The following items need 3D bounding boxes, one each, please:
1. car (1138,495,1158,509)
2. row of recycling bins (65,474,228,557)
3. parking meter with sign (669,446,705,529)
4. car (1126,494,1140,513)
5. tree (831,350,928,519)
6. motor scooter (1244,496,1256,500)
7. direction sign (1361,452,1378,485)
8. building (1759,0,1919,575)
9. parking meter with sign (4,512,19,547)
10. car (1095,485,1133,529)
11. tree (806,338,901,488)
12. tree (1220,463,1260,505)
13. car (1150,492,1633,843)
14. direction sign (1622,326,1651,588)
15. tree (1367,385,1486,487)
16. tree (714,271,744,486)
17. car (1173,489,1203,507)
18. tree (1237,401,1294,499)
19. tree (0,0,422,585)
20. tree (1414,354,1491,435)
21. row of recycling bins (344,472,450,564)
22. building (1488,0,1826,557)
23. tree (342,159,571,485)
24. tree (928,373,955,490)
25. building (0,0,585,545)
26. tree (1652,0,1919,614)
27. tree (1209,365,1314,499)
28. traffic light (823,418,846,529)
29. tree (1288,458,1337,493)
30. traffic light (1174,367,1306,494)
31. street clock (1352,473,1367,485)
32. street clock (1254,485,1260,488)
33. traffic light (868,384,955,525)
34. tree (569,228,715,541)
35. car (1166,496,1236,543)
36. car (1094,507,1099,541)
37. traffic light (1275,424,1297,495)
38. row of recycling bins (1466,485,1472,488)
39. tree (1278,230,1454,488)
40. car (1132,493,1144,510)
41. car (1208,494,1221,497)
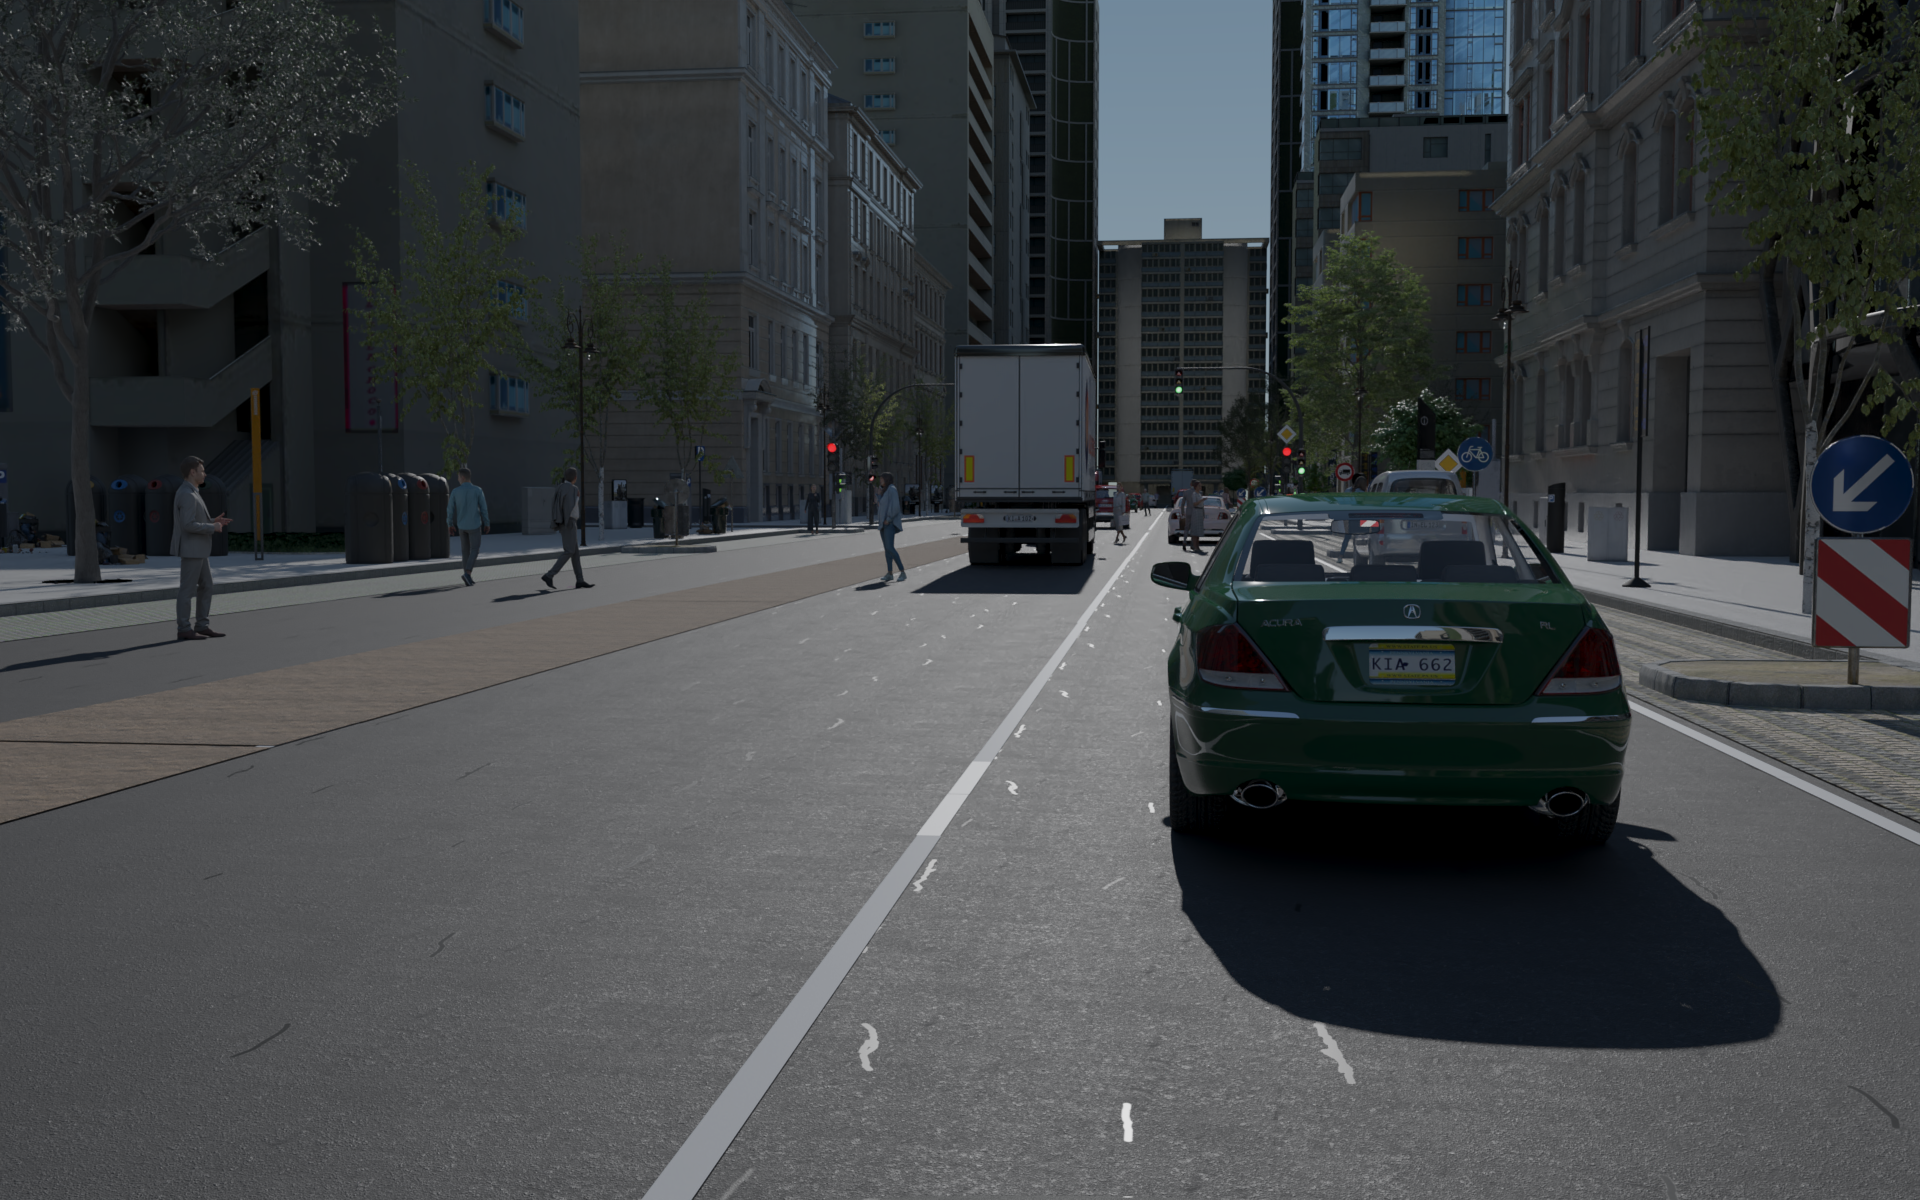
[{"bbox_3d":[18.722,-9.819,172.901,2.083,1.381,4.827,0,4,8],"label":"car"},{"bbox_3d":[-16.936,-1.772,36.085,3.534,1.692,1.069,1,4,8],"label":"row of recycling bins"},{"bbox_3d":[-10.172,-4.087,63.086,1.738,3.016,0.543,2,4,24],"label":"parking meter with sign"},{"bbox_3d":[12.903,-7.509,134.564,2.131,1.459,4.920,0,4,6],"label":"car"},{"bbox_3d":[-4.468,-8.443,88.403,4.737,8.622,4.395,0,3,0],"label":"tree"},{"bbox_3d":[18.788,-6.062,111.889,0.815,1.314,1.986,0,4,7],"label":"motor scooter"},{"bbox_3d":[21.962,-6.176,92.967,0.876,3.537,0.379,0,4,-6],"label":"direction sign"},{"bbox_3d":[21.243,-9.635,24.977,16.820,18.784,16.811,0,4,7],"label":"building"},{"bbox_3d":[-23.703,-2.821,42.392,1.738,3.016,0.543,2,4,31],"label":"parking meter with sign"},{"bbox_3d":[6.211,-3.974,73.648,2.281,1.827,5.304,0,4,5],"label":"car"},{"bbox_3d":[-5.222,-8.037,81.767,4.360,8.622,3.978,0,3,0],"label":"tree"},{"bbox_3d":[32.338,-13.487,204.227,4.285,4.588,4.351,0,3,0],"label":"tree"},{"bbox_3d":[1.996,0.193,8.638,2.131,1.459,4.920,1,4,8],"label":"car"},{"bbox_3d":[9.342,-1.946,23.810,0.379,3.537,0.876,1,4,10],"label":"direction sign"},{"bbox_3d":[13.965,-4.180,52.055,4.285,4.588,4.351,0,3,0],"label":"tree"},{"bbox_3d":[-8.453,-6.271,52.897,4.737,8.622,4.395,0,3,0],"label":"tree"},{"bbox_3d":[17.585,-7.648,133.711,2.281,1.827,5.304,1,4,8],"label":"car"},{"bbox_3d":[24.373,-11.372,136.286,4.737,8.622,4.395,0,3,0],"label":"tree"},{"bbox_3d":[-12.746,-6.988,24.622,12.009,13.543,11.850,0,3,0],"label":"tree"},{"bbox_3d":[25.363,-8.569,90.472,4.360,8.622,3.978,0,3,0],"label":"tree"},{"bbox_3d":[-10.826,-1.602,33.298,1.069,1.692,3.534,0,4,6],"label":"row of recycling bins"},{"bbox_3d":[22.676,-15.759,45.057,14.401,28.519,23.554,0,4,7],"label":"building"},{"bbox_3d":[-10.979,-5.319,37.333,4.737,8.622,4.395,0,3,0],"label":"tree"},{"bbox_3d":[-1.739,-9.369,103.551,4.737,8.622,4.395,0,3,0],"label":"tree"},{"bbox_3d":[-25.518,-26.256,52.986,21.600,48.544,21.300,0,4,7],"label":"building"},{"bbox_3d":[9.166,-4.142,18.088,4.737,8.622,4.395,0,3,0],"label":"tree"},{"bbox_3d":[22.632,-11.753,126.568,8.767,10.594,7.601,1,4,16],"label":"tree"},{"bbox_3d":[-4.647,-4.587,63.916,0.839,4.253,0.868,0,4,7],"label":"traffic light"},{"bbox_3d":[16.918,-5.400,82.888,1.663,3.219,1.824,0,3,0],"label":"tree"},{"bbox_3d":[10.050,-5.339,61.967,4.771,5.953,1.251,0,4,7],"label":"traffic light"},{"bbox_3d":[13.686,-3.355,59.424,0.358,2.002,0.471,-3,4,-39],"label":"street clock"},{"bbox_3d":[24.270,-8.371,141.438,0.358,2.002,0.471,-3,4,-38],"label":"street clock"},{"bbox_3d":[-1.573,-5.930,71.617,4.771,5.953,1.251,0,4,7],"label":"traffic light"},{"bbox_3d":[-10.115,-5.950,47.647,4.737,8.622,4.395,0,3,0],"label":"tree"},{"bbox_3d":[7.169,-2.403,51.651,2.083,1.381,4.827,1,4,9],"label":"car"},{"bbox_3d":[2.976,-2.372,50.579,2.131,1.459,4.920,0,4,7],"label":"car"},{"bbox_3d":[13.124,-4.945,69.774,0.839,4.253,0.868,0,4,7],"label":"traffic light"},{"bbox_3d":[21.674,-4.212,75.977,3.534,1.692,1.069,-1,4,-20],"label":"row of recycling bins"},{"bbox_3d":[17.519,-9.594,74.985,7.486,12.596,7.792,0,3,0],"label":"tree"},{"bbox_3d":[16.079,-9.239,160.091,2.155,1.783,4.494,0,4,7],"label":"car"},{"bbox_3d":[27.592,-10.937,187.610,1.959,1.807,4.718,1,4,8],"label":"car"}]
